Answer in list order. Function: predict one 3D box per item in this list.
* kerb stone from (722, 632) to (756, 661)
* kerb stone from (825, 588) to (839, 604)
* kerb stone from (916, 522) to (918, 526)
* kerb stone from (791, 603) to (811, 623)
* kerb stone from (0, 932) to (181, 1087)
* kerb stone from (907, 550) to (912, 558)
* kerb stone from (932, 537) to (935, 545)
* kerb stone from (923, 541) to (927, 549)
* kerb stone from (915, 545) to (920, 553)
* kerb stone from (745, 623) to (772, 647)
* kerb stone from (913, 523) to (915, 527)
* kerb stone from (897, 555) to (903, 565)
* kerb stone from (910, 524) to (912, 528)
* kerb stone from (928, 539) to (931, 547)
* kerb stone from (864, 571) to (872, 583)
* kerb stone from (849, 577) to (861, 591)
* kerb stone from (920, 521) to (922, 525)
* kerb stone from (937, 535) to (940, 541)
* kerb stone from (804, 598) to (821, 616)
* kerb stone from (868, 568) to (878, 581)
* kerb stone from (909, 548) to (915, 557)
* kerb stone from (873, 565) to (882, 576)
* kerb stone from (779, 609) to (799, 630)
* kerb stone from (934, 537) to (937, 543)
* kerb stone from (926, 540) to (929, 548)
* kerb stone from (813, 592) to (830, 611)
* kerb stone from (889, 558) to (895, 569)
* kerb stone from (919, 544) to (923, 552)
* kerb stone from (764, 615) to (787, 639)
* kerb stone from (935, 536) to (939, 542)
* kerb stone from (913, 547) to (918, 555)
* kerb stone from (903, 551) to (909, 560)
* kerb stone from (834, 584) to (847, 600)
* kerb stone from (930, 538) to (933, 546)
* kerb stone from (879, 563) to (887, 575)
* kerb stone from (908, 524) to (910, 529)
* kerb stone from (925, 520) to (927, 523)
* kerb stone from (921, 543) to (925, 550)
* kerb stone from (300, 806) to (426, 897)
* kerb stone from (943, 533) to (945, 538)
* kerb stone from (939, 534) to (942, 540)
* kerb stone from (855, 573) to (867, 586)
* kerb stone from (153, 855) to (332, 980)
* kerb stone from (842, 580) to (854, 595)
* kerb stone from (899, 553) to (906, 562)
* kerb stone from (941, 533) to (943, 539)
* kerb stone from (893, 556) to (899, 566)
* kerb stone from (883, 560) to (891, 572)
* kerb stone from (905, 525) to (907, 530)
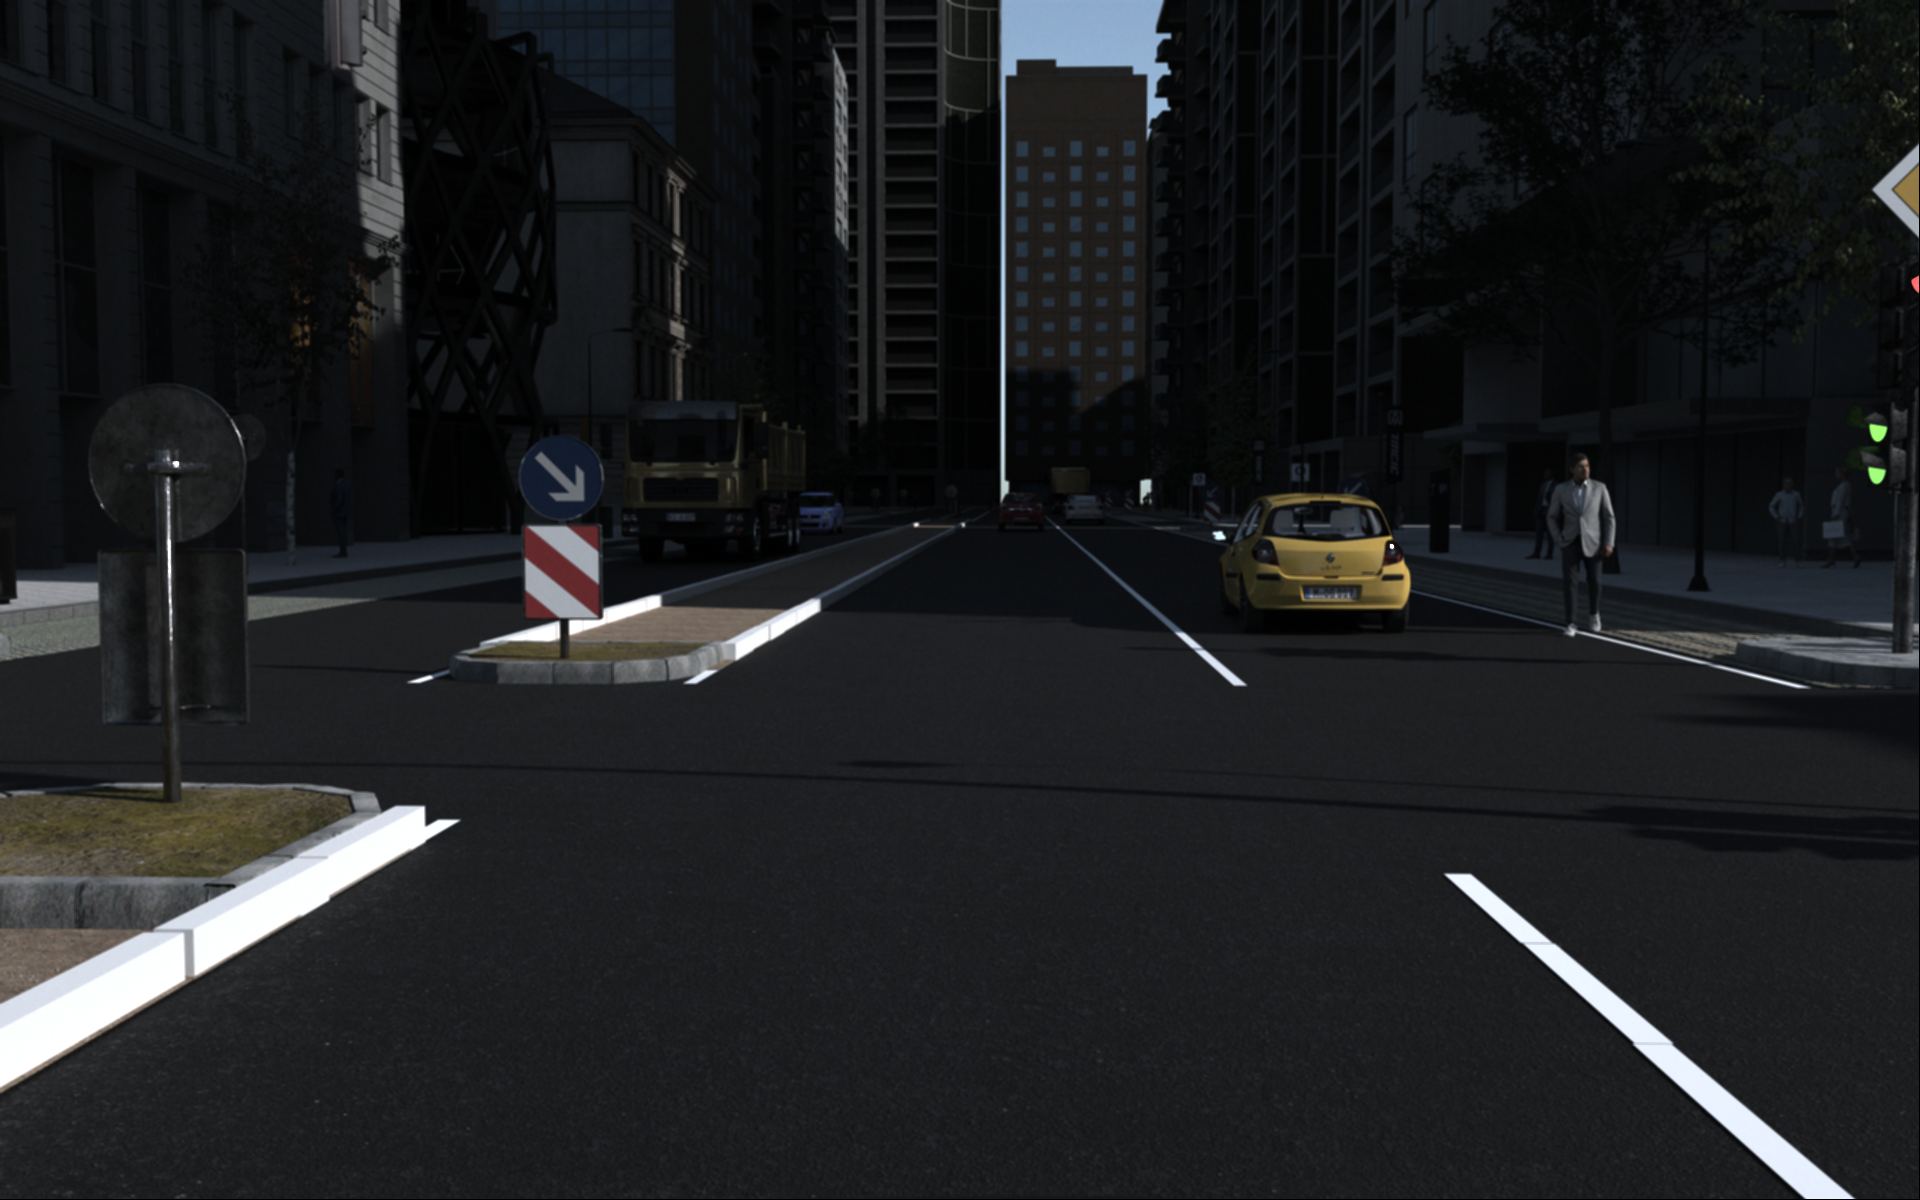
[{"bbox_3d":[-1.968,0.418,15.365,0.120,0.150,1.000,0,4,2],"label":"kerb stone"},{"bbox_3d":[-1.724,-0.022,22.554,0.120,0.150,1.000,0,4,2],"label":"kerb stone"},{"bbox_3d":[-2.027,-3.218,74.846,0.120,0.150,1.000,0,4,2],"label":"kerb stone"},{"bbox_3d":[-1.830,0.166,19.478,0.120,0.150,1.000,0,4,2],"label":"kerb stone"},{"bbox_3d":[-2.346,1.078,4.572,0.120,0.150,1.000,0,4,2],"label":"kerb stone"},{"bbox_3d":[-1.191,-0.959,37.927,0.120,0.150,1.000,0,4,2],"label":"kerb stone"},{"bbox_3d":[-0.838,-1.590,48.188,0.120,0.150,1.000,0,4,2],"label":"kerb stone"},{"bbox_3d":[-0.988,-1.340,44.096,0.120,0.150,1.000,0,4,2],"label":"kerb stone"},{"bbox_3d":[-1.094,-1.145,41.009,0.120,0.150,1.000,0,4,2],"label":"kerb stone"},{"bbox_3d":[-1.940,0.355,16.394,0.120,0.150,1.000,0,4,2],"label":"kerb stone"},{"bbox_3d":[-2.101,-3.095,72.797,0.120,0.150,1.000,0,4,2],"label":"kerb stone"},{"bbox_3d":[-1.301,-0.771,34.852,0.120,0.150,1.000,0,4,2],"label":"kerb stone"},{"bbox_3d":[-2.169,-2.968,70.754,0.120,0.150,1.000,0,4,2],"label":"kerb stone"},{"bbox_3d":[-0.912,-1.464,46.140,0.120,0.150,1.000,0,4,2],"label":"kerb stone"},{"bbox_3d":[-1.545,-0.331,27.685,0.120,0.150,1.000,0,4,2],"label":"kerb stone"},{"bbox_3d":[-1.614,-0.210,25.626,0.120,0.150,1.000,0,4,2],"label":"kerb stone"},{"bbox_3d":[-1.924,-3.403,77.912,0.120,0.150,1.000,0,4,2],"label":"kerb stone"},{"bbox_3d":[-0.740,-1.778,51.267,0.120,0.150,1.000,0,4,2],"label":"kerb stone"},{"bbox_3d":[-1.796,0.111,20.500,0.120,0.150,1.000,0,4,2],"label":"kerb stone"},{"bbox_3d":[-1.504,-0.398,28.710,0.120,0.150,1.000,0,4,2],"label":"kerb stone"},{"bbox_3d":[-1.159,-1.024,38.959,0.120,0.150,1.000,0,4,2],"label":"kerb stone"},{"bbox_3d":[-1.479,-0.459,29.733,0.120,0.150,1.000,0,4,2],"label":"kerb stone"},{"bbox_3d":[-1.867,0.229,18.456,0.120,0.150,1.000,0,4,2],"label":"kerb stone"},{"bbox_3d":[-0.812,-1.652,49.222,0.120,0.150,1.000,0,4,2],"label":"kerb stone"},{"bbox_3d":[-0.950,-1.400,45.118,0.120,0.150,1.000,0,4,2],"label":"kerb stone"},{"bbox_3d":[-1.756,0.041,21.525,0.120,0.150,1.000,0,4,2],"label":"kerb stone"},{"bbox_3d":[-1.375,-0.649,32.809,0.120,0.150,1.000,0,4,2],"label":"kerb stone"},{"bbox_3d":[-1.056,-1.214,42.042,0.120,0.150,1.000,0,4,2],"label":"kerb stone"},{"bbox_3d":[-1.895,0.292,17.427,0.120,0.150,1.000,0,4,2],"label":"kerb stone"},{"bbox_3d":[-0.772,-1.710,50.244,0.120,0.150,1.000,0,4,2],"label":"kerb stone"},{"bbox_3d":[-1.126,-1.086,39.984,0.120,0.150,1.000,0,4,2],"label":"kerb stone"},{"bbox_3d":[-1.232,-0.899,36.896,0.120,0.150,1.000,0,4,2],"label":"kerb stone"},{"bbox_3d":[-1.688,-0.078,23.576,0.120,0.150,1.000,0,4,2],"label":"kerb stone"},{"bbox_3d":[-0.876,-1.524,47.163,0.120,0.150,1.000,0,4,2],"label":"kerb stone"},{"bbox_3d":[-1.437,-0.524,30.757,0.120,0.150,1.000,0,4,2],"label":"kerb stone"},{"bbox_3d":[-2.199,-2.899,69.732,0.120,0.150,1.000,0,4,2],"label":"kerb stone"},{"bbox_3d":[-1.785,-3.658,82.005,0.120,0.150,1.000,0,4,2],"label":"kerb stone"},{"bbox_3d":[-1.019,-1.277,43.073,0.120,0.150,1.000,0,4,2],"label":"kerb stone"},{"bbox_3d":[-2.277,0.952,6.629,0.120,0.150,1.000,0,4,2],"label":"kerb stone"},{"bbox_3d":[-0.637,-1.962,54.342,0.120,0.150,1.000,0,4,2],"label":"kerb stone"},{"bbox_3d":[-0.701,-1.841,52.291,0.120,0.150,1.000,0,4,2],"label":"kerb stone"},{"bbox_3d":[-1.581,-0.271,26.657,0.120,0.150,1.000,0,4,2],"label":"kerb stone"},{"bbox_3d":[-2.301,1.015,5.607,0.120,0.150,1.000,0,4,2],"label":"kerb stone"},{"bbox_3d":[-1.650,-0.146,24.605,0.120,0.150,1.000,0,4,2],"label":"kerb stone"},{"bbox_3d":[-1.268,-0.835,35.874,0.120,0.150,1.000,0,4,2],"label":"kerb stone"},{"bbox_3d":[-0.672,-1.903,53.317,0.120,0.150,1.000,0,4,2],"label":"kerb stone"},{"bbox_3d":[-1.335,-0.708,33.831,0.120,0.150,1.000,0,4,2],"label":"kerb stone"},{"bbox_3d":[-1.407,-0.586,31.784,0.120,0.150,1.000,0,4,2],"label":"kerb stone"},{"bbox_3d":[-2.271,-2.782,67.689,0.120,0.150,1.000,0,4,2],"label":"kerb stone"}]
